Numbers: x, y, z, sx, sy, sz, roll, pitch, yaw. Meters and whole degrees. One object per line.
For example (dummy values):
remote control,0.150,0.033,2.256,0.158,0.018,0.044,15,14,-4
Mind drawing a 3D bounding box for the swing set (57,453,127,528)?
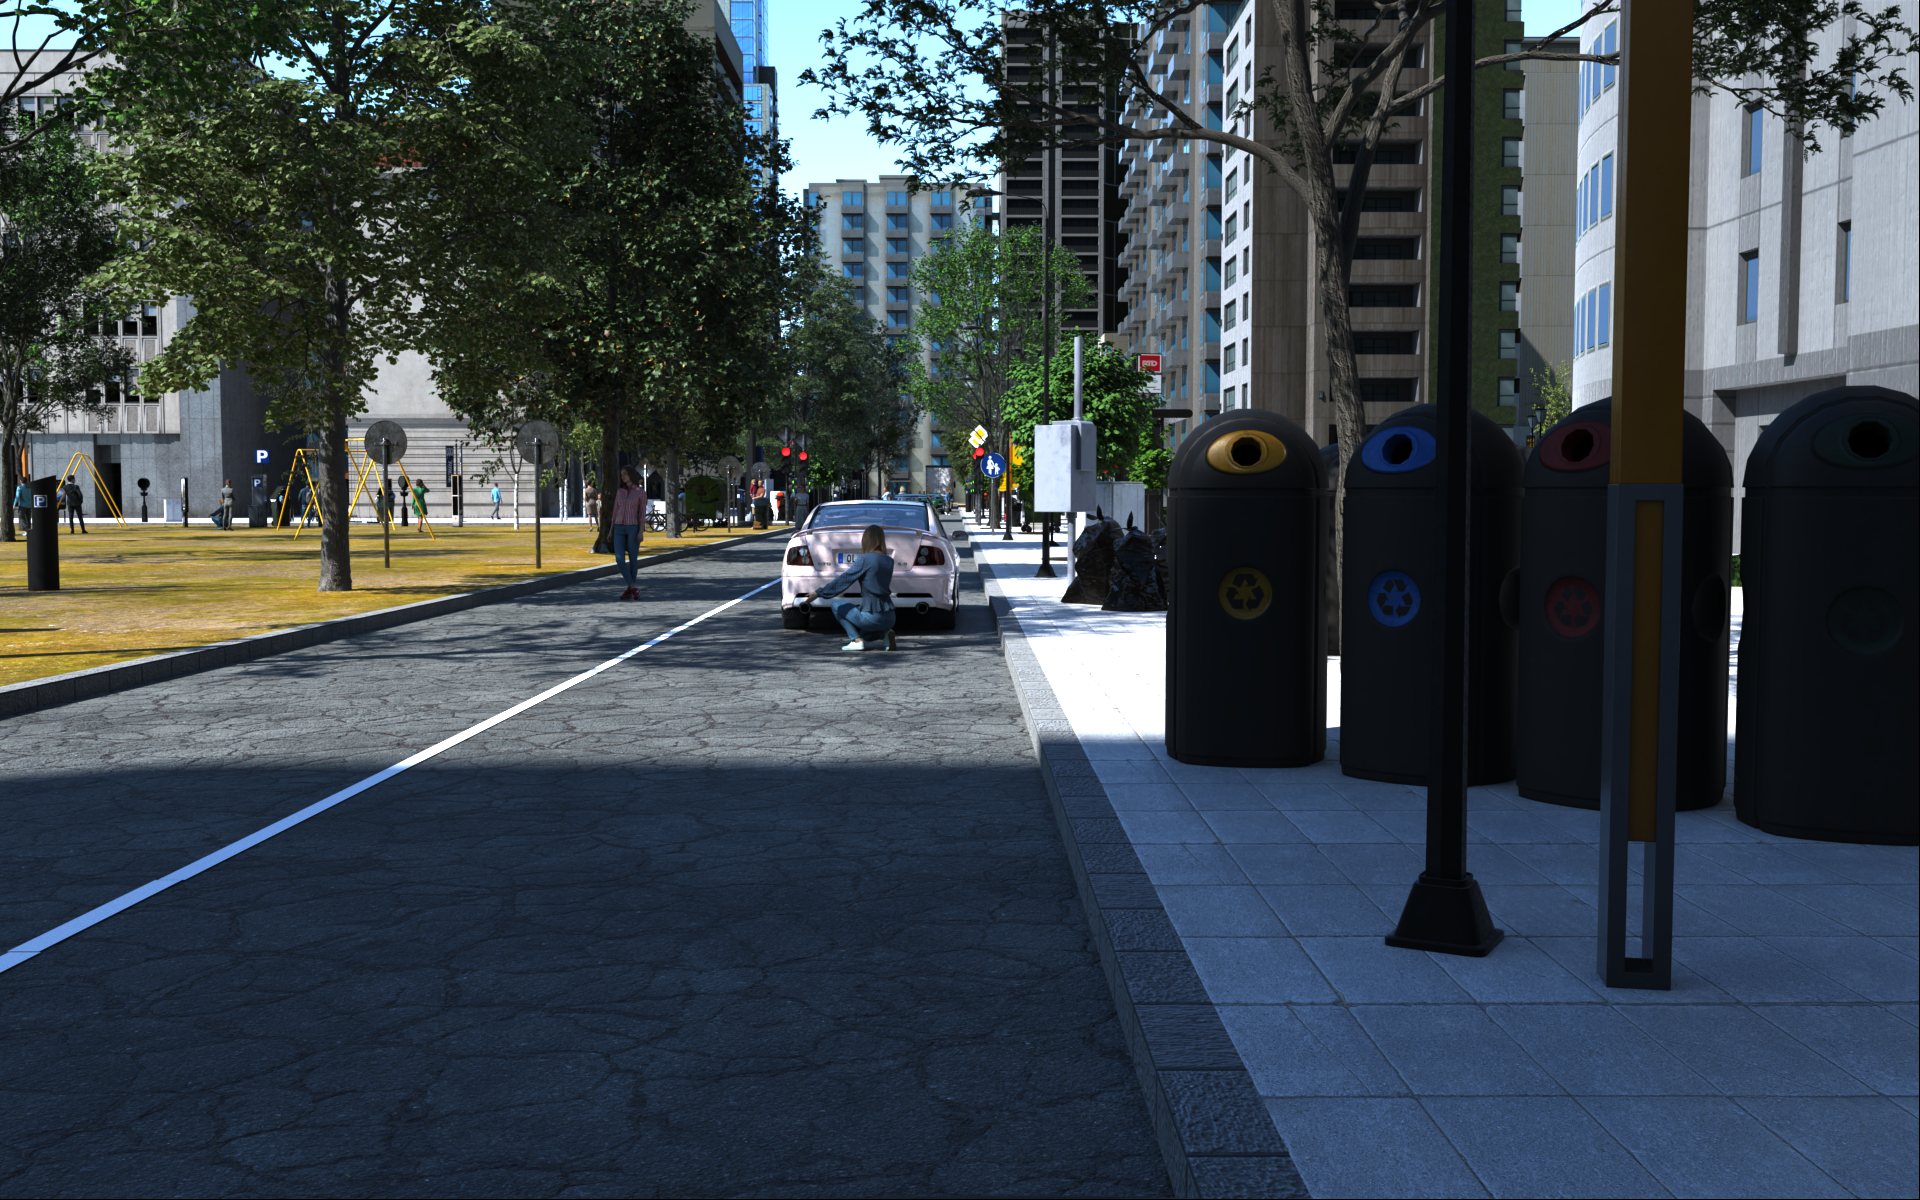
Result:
swing set,-33.890,-4.241,66.964,2.862,2.851,3.119,-1,4,-22

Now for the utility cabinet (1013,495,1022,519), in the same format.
utility cabinet,2.977,-4.758,88.947,1.020,1.237,0.306,1,4,22

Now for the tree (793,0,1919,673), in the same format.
tree,2.395,-4.684,11.003,8.767,10.594,7.601,-3,4,-36

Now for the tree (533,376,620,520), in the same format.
tree,-19.577,-8.619,91.277,4.737,8.622,4.395,0,3,0

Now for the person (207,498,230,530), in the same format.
person,-26.596,-3.094,62.127,0.738,1.151,1.012,1,4,11

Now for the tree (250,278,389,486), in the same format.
tree,-20.034,-6.395,54.922,4.360,8.622,3.978,0,3,0

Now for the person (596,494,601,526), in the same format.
person,-14.489,-3.644,69.892,0.475,1.303,0.640,-2,4,-27

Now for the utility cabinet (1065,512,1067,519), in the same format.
utility cabinet,5.509,-4.680,87.685,0.306,1.237,1.020,1,4,10

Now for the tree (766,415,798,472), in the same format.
tree,-15.458,-12.057,147.487,4.737,8.622,4.395,0,3,0

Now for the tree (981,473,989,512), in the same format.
tree,1.754,-7.920,124.087,1.663,3.219,1.824,0,3,0

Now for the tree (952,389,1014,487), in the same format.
tree,1.292,-10.040,114.512,4.737,8.622,4.395,0,3,0

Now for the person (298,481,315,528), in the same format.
person,-24.584,-3.599,65.238,0.623,1.781,0.721,-1,4,-21

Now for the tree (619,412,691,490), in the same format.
tree,-18.139,-8.942,96.564,4.360,8.622,3.978,0,3,0

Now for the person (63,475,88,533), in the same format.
person,-28.882,-3.126,56.518,0.648,1.900,0.474,0,4,-6

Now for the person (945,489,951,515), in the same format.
person,-0.819,-6.643,117.454,0.444,1.785,0.601,3,4,37

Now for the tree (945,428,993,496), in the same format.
tree,1.840,-19.098,230.374,7.486,12.596,7.792,0,3,0

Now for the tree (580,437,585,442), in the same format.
tree,-18.680,-7.925,79.937,4.360,8.622,3.978,0,3,0

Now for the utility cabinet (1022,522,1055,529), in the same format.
utility cabinet,2.823,-3.289,62.460,1.173,1.500,0.318,0,4,3

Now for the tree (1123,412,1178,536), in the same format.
tree,4.278,-2.739,39.388,1.663,3.219,1.824,0,3,0

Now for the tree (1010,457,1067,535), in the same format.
tree,2.247,-3.716,55.351,1.663,3.219,1.824,0,3,0

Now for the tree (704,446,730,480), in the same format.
tree,-18.052,-11.067,131.312,4.737,8.622,4.395,0,3,0

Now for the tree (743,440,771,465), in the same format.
tree,-15.617,-10.566,123.122,4.360,8.622,3.978,0,3,0

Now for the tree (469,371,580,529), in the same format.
tree,-16.194,-6.882,62.884,4.360,8.622,3.978,0,3,0

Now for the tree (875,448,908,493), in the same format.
tree,-8.480,-15.398,202.116,4.360,8.622,3.978,0,3,0

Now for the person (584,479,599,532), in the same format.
person,-12.537,-3.212,58.892,0.599,1.781,0.374,-2,4,-32

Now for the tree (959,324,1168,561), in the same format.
tree,2.379,-3.057,33.699,4.285,4.588,4.351,0,3,0

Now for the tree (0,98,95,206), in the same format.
tree,-19.556,-5.991,32.373,8.767,10.594,7.601,0,4,0

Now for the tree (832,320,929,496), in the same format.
tree,-9.592,-20.501,191.084,12.611,20.169,13.585,0,3,0

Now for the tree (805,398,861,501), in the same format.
tree,-7.849,-9.623,107.697,4.360,8.622,3.978,0,3,0

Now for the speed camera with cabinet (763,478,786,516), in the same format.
speed camera with cabinet,-10.729,-6.445,99.705,0.660,3.252,2.038,-3,5,-42

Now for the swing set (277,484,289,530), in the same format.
swing set,-22.047,-3.904,61.454,2.862,2.851,3.119,2,4,35

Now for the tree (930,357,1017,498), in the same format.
tree,1.940,-15.601,161.736,9.857,13.997,8.962,0,3,0

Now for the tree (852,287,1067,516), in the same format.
tree,2.128,-11.652,100.887,12.009,13.543,11.850,0,3,0

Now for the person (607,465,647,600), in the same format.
person,-4.541,-0.922,23.591,0.555,1.821,0.388,0,4,7

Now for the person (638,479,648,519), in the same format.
person,-12.465,-3.775,67.536,0.659,1.850,0.755,1,4,13

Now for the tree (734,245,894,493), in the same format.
tree,-8.131,-11.034,87.062,9.857,13.997,8.962,0,3,0

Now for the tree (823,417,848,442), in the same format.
tree,-8.720,-15.507,163.915,12.009,13.543,11.850,0,3,0

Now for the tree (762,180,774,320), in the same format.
tree,-8.575,-8.064,49.980,7.486,12.596,7.792,0,3,0

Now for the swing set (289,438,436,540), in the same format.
swing set,-16.711,-3.124,48.694,2.862,2.851,3.119,-3,5,-44

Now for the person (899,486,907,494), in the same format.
person,-2.713,-4.394,80.519,0.709,1.800,0.728,-2,4,-26

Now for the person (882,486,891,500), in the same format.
person,-3.529,-4.570,83.320,0.778,1.811,0.616,-1,4,-22

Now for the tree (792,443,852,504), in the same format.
tree,-7.755,-6.855,95.785,4.285,4.588,4.351,0,3,0

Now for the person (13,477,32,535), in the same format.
person,-29.007,-2.918,53.771,0.620,1.820,0.660,1,4,20

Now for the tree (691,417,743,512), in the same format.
tree,-16.871,-9.822,110.958,4.360,8.622,3.978,0,3,0

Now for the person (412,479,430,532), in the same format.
person,-18.203,-3.183,58.338,0.600,1.795,0.529,0,4,-2

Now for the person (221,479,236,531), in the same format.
person,-25.634,-3.331,60.779,0.520,1.790,0.573,-1,4,-11

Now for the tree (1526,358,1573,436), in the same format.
tree,32.386,-8.743,93.318,4.737,8.622,4.395,0,3,0

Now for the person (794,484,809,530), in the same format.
person,-5.008,-2.787,54.633,0.480,1.755,0.524,0,4,-5

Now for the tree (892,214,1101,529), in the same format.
tree,1.369,-8.426,63.526,9.928,11.665,9.643,0,3,0

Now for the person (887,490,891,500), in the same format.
person,-6.023,-8.182,142.452,0.709,1.800,0.728,1,4,14

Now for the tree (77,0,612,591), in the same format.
tree,-8.108,-6.415,23.012,7.486,12.596,7.792,0,3,0

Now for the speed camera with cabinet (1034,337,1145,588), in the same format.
speed camera with cabinet,1.709,-1.728,22.584,0.660,3.252,2.038,2,4,33

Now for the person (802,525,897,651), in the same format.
person,-0.958,-0.115,15.879,1.012,1.151,0.738,-3,4,-37

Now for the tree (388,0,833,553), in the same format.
tree,-7.569,-7.369,37.499,9.611,12.733,9.660,0,3,0

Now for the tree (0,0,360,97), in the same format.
tree,-8.307,-5.312,12.611,9.928,11.665,9.643,0,3,0
